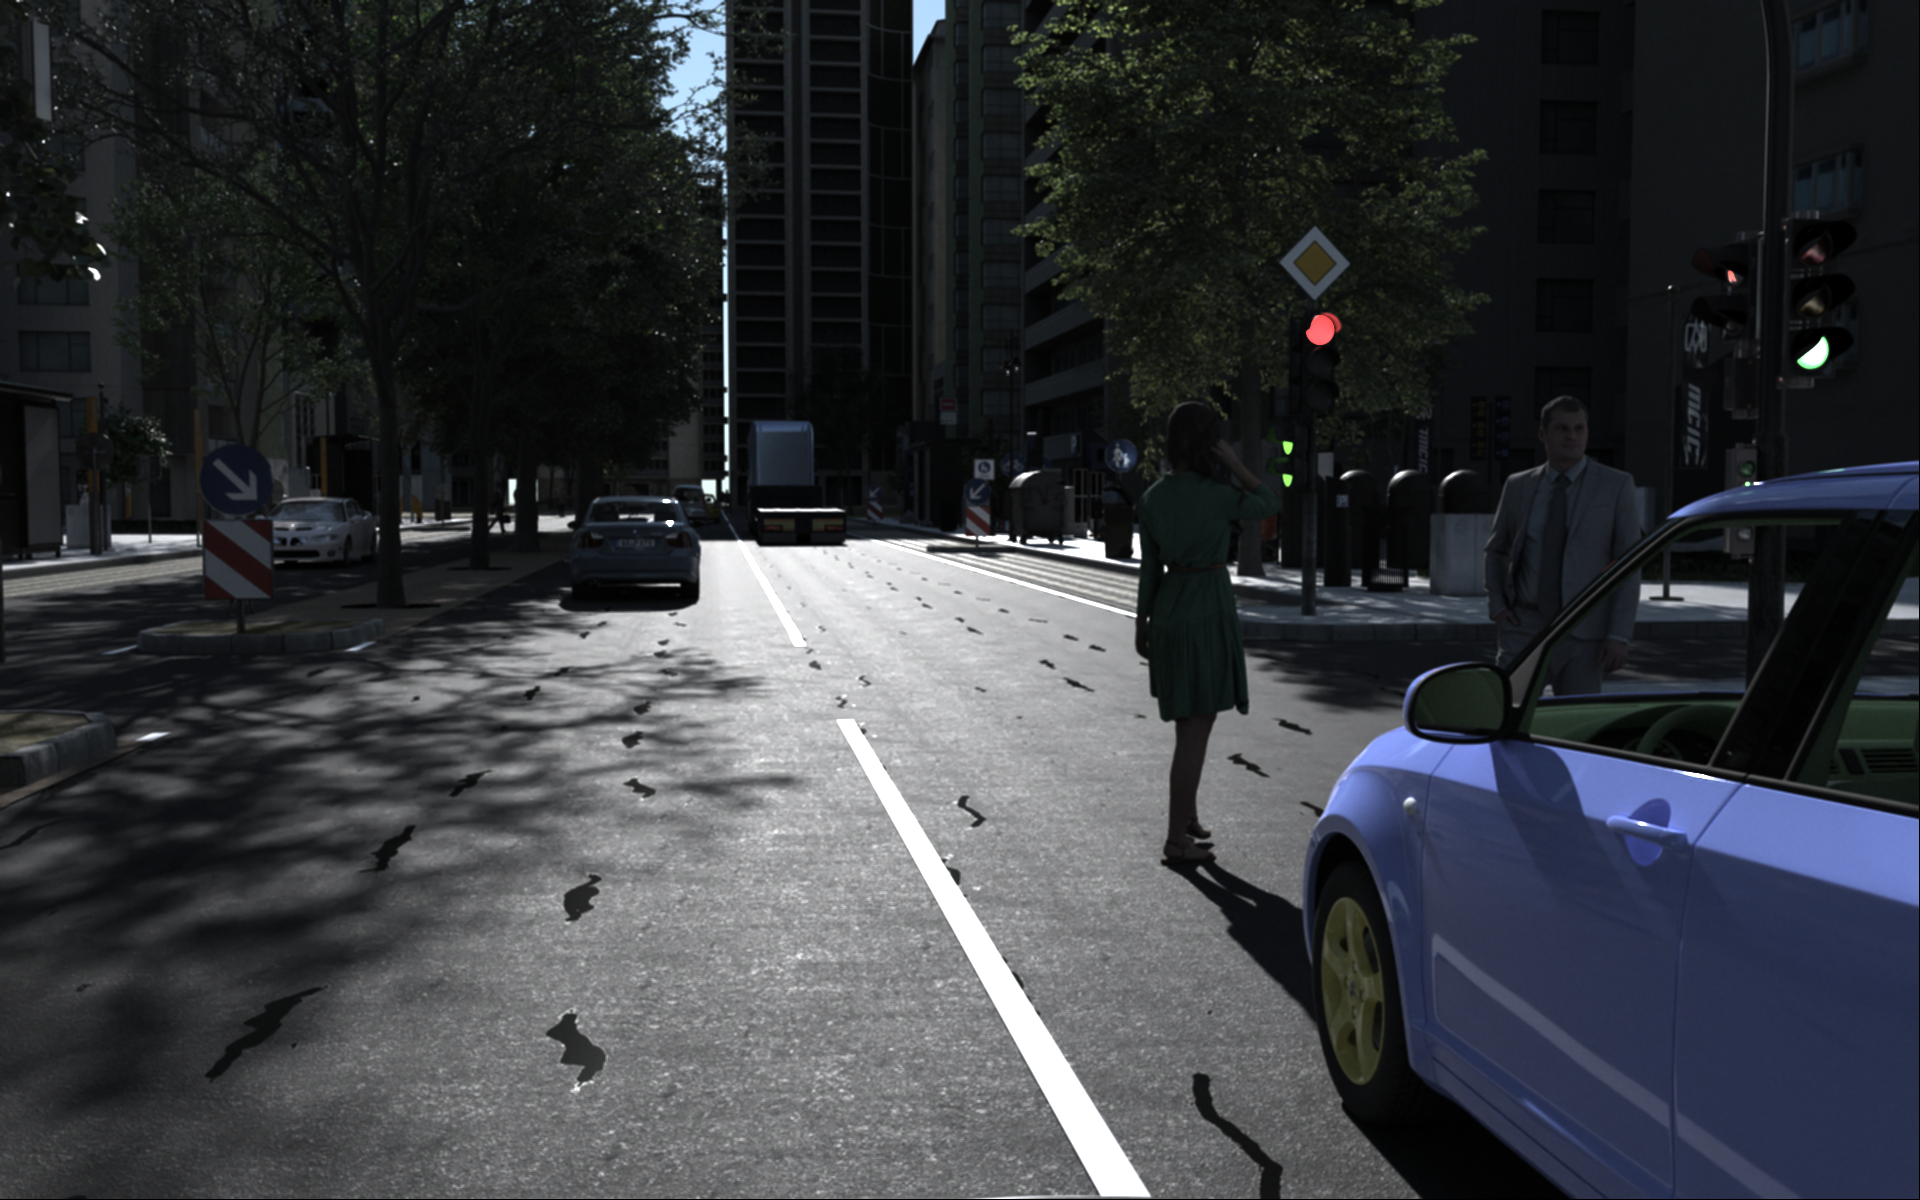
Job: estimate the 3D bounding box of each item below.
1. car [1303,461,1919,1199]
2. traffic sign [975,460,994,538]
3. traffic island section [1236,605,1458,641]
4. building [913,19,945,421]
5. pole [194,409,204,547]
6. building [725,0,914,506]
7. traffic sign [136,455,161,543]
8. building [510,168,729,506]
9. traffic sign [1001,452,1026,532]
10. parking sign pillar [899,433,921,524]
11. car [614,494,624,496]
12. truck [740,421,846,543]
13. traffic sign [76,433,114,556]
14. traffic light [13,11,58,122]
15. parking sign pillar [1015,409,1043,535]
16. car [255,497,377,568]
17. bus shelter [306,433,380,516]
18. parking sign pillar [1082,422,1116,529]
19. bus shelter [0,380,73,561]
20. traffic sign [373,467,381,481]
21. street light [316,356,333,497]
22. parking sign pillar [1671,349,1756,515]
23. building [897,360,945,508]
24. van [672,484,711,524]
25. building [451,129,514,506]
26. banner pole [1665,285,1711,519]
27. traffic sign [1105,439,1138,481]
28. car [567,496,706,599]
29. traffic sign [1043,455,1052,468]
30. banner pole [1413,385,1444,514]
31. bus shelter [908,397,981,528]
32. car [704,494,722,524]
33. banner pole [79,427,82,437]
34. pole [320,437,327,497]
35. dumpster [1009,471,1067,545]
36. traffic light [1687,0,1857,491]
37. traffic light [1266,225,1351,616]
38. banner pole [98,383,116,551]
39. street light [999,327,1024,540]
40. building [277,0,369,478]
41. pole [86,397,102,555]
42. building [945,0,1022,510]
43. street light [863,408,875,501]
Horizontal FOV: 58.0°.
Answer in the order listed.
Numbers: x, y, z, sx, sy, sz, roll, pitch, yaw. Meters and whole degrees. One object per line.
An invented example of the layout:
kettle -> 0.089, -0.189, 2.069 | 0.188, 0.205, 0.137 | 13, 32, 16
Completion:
car -> 1.840, 0.406, 2.959 | 1.945, 1.707, 3.694 | 0, 4, -7
traffic sign -> 0.706, -2.970, 50.690 | 0.606, 2.300, 0.079 | 0, 4, -5
traffic island section -> 3.718, 0.240, 18.362 | 2.009, 0.180, 2.903 | -1, 4, -8
building -> 8.221, -37.400, 200.723 | 27.495, 52.752, 28.713 | -1, 4, -8
pole -> -18.305, -2.926, 41.676 | 0.158, 3.312, 0.155 | 0, 3, 0
building -> -15.563, -46.140, 192.642 | 20.611, 71.187, 20.563 | -1, 4, -8
traffic sign -> -21.084, -2.624, 45.030 | 0.606, 2.300, 0.079 | 0, 4, -8
building -> -38.551, -30.882, 196.798 | 23.993, 40.220, 32.217 | -1, 4, -8
traffic sign -> 1.623, -3.237, 53.024 | 0.768, 2.556, 0.104 | 0, 4, -4
parking sign pillar -> -1.924, -5.315, 75.380 | 1.447, 3.967, 1.447 | -2, 4, -33
car -> -25.591, -7.427, 131.221 | 2.009, 1.686, 4.222 | -1, 4, -9
truck -> -5.749, -4.183, 58.154 | 2.967, 4.110, 18.799 | 0, 4, -8
traffic sign -> -17.916, -2.189, 35.890 | 0.768, 2.556, 0.104 | 0, 4, -4
traffic light -> -11.004, -2.538, 16.166 | 4.771, 5.953, 1.251 | -1, 4, -8
parking sign pillar -> 2.363, -4.025, 54.281 | 1.447, 3.967, 1.447 | 0, 4, 6
car -> -13.047, -1.388, 35.063 | 2.083, 1.381, 4.827 | -1, 4, -9
bus shelter -> -24.735, -4.795, 69.685 | 1.731, 3.624, 6.357 | 0, 4, -8
parking sign pillar -> 5.203, -4.674, 64.887 | 1.447, 3.967, 1.447 | -2, 4, -33
bus shelter -> -18.401, -3.238, 30.579 | 2.179, 5.291, 8.768 | 0, 4, -8
traffic sign -> -23.275, -4.281, 69.993 | 0.884, 2.594, 0.081 | 0, 4, -1
street light -> -21.282, -5.233, 58.347 | 0.468, 5.910, 1.993 | -1, 4, -8
parking sign pillar -> 12.832, -2.514, 29.578 | 1.447, 3.967, 1.447 | 1, 4, 11
building -> 7.305, -50.974, 146.100 | 22.319, 86.520, 31.000 | -1, 4, -8
van -> -12.515, -4.456, 79.871 | 2.013, 2.044, 4.112 | 0, 4, -8
building -> -60.218, -34.455, 187.037 | 21.600, 48.544, 21.300 | -1, 4, -8
banner pole -> 8.765, -1.893, 20.966 | 0.863, 3.779, 0.401 | -2, 4, -25
traffic sign -> 3.728, -2.451, 40.183 | 0.768, 2.556, 0.104 | 0, 4, -5
car -> -4.666, -0.796, 25.017 | 2.014, 1.417, 4.499 | -1, 4, -10
traffic sign -> 2.601, -3.431, 56.207 | 0.768, 2.556, 0.104 | 0, 4, -7
banner pole -> 10.816, -3.049, 39.863 | 0.863, 3.779, 0.401 | 2, 4, 34
bus shelter -> -0.842, -5.613, 69.408 | 2.179, 5.291, 8.768 | 0, 4, -8
car -> -12.644, -4.561, 84.792 | 2.015, 1.641, 3.980 | -1, 4, -9
banner pole -> -32.981, -4.596, 65.157 | 0.401, 3.779, 0.863 | -1, 4, -21
pole -> -22.845, -4.182, 62.220 | 0.158, 3.312, 0.155 | 0, 3, 0
dumpster -> 2.013, -2.378, 44.638 | 1.264, 1.857, 1.865 | 0, 4, -8
traffic light -> 2.751, -2.155, 9.901 | 4.771, 5.953, 1.251 | -1, 4, -8
traffic light -> 3.677, -1.793, 18.242 | 0.839, 4.253, 0.868 | -1, 4, -8
banner pole -> -19.424, -3.020, 39.387 | 0.401, 3.779, 0.863 | -1, 4, -14
street light -> 1.431, -4.615, 48.251 | 0.468, 5.910, 1.993 | -1, 4, -8
building -> -47.705, -48.194, 100.642 | 22.319, 86.520, 31.000 | -1, 4, -8
pole -> -18.291, -2.613, 36.567 | 0.158, 3.312, 0.155 | 0, 3, 0
building -> 5.707, -26.932, 123.938 | 14.154, 41.232, 14.086 | -1, 4, -8
street light -> -4.811, -7.268, 91.624 | 0.468, 5.910, 1.993 | -1, 4, -8
